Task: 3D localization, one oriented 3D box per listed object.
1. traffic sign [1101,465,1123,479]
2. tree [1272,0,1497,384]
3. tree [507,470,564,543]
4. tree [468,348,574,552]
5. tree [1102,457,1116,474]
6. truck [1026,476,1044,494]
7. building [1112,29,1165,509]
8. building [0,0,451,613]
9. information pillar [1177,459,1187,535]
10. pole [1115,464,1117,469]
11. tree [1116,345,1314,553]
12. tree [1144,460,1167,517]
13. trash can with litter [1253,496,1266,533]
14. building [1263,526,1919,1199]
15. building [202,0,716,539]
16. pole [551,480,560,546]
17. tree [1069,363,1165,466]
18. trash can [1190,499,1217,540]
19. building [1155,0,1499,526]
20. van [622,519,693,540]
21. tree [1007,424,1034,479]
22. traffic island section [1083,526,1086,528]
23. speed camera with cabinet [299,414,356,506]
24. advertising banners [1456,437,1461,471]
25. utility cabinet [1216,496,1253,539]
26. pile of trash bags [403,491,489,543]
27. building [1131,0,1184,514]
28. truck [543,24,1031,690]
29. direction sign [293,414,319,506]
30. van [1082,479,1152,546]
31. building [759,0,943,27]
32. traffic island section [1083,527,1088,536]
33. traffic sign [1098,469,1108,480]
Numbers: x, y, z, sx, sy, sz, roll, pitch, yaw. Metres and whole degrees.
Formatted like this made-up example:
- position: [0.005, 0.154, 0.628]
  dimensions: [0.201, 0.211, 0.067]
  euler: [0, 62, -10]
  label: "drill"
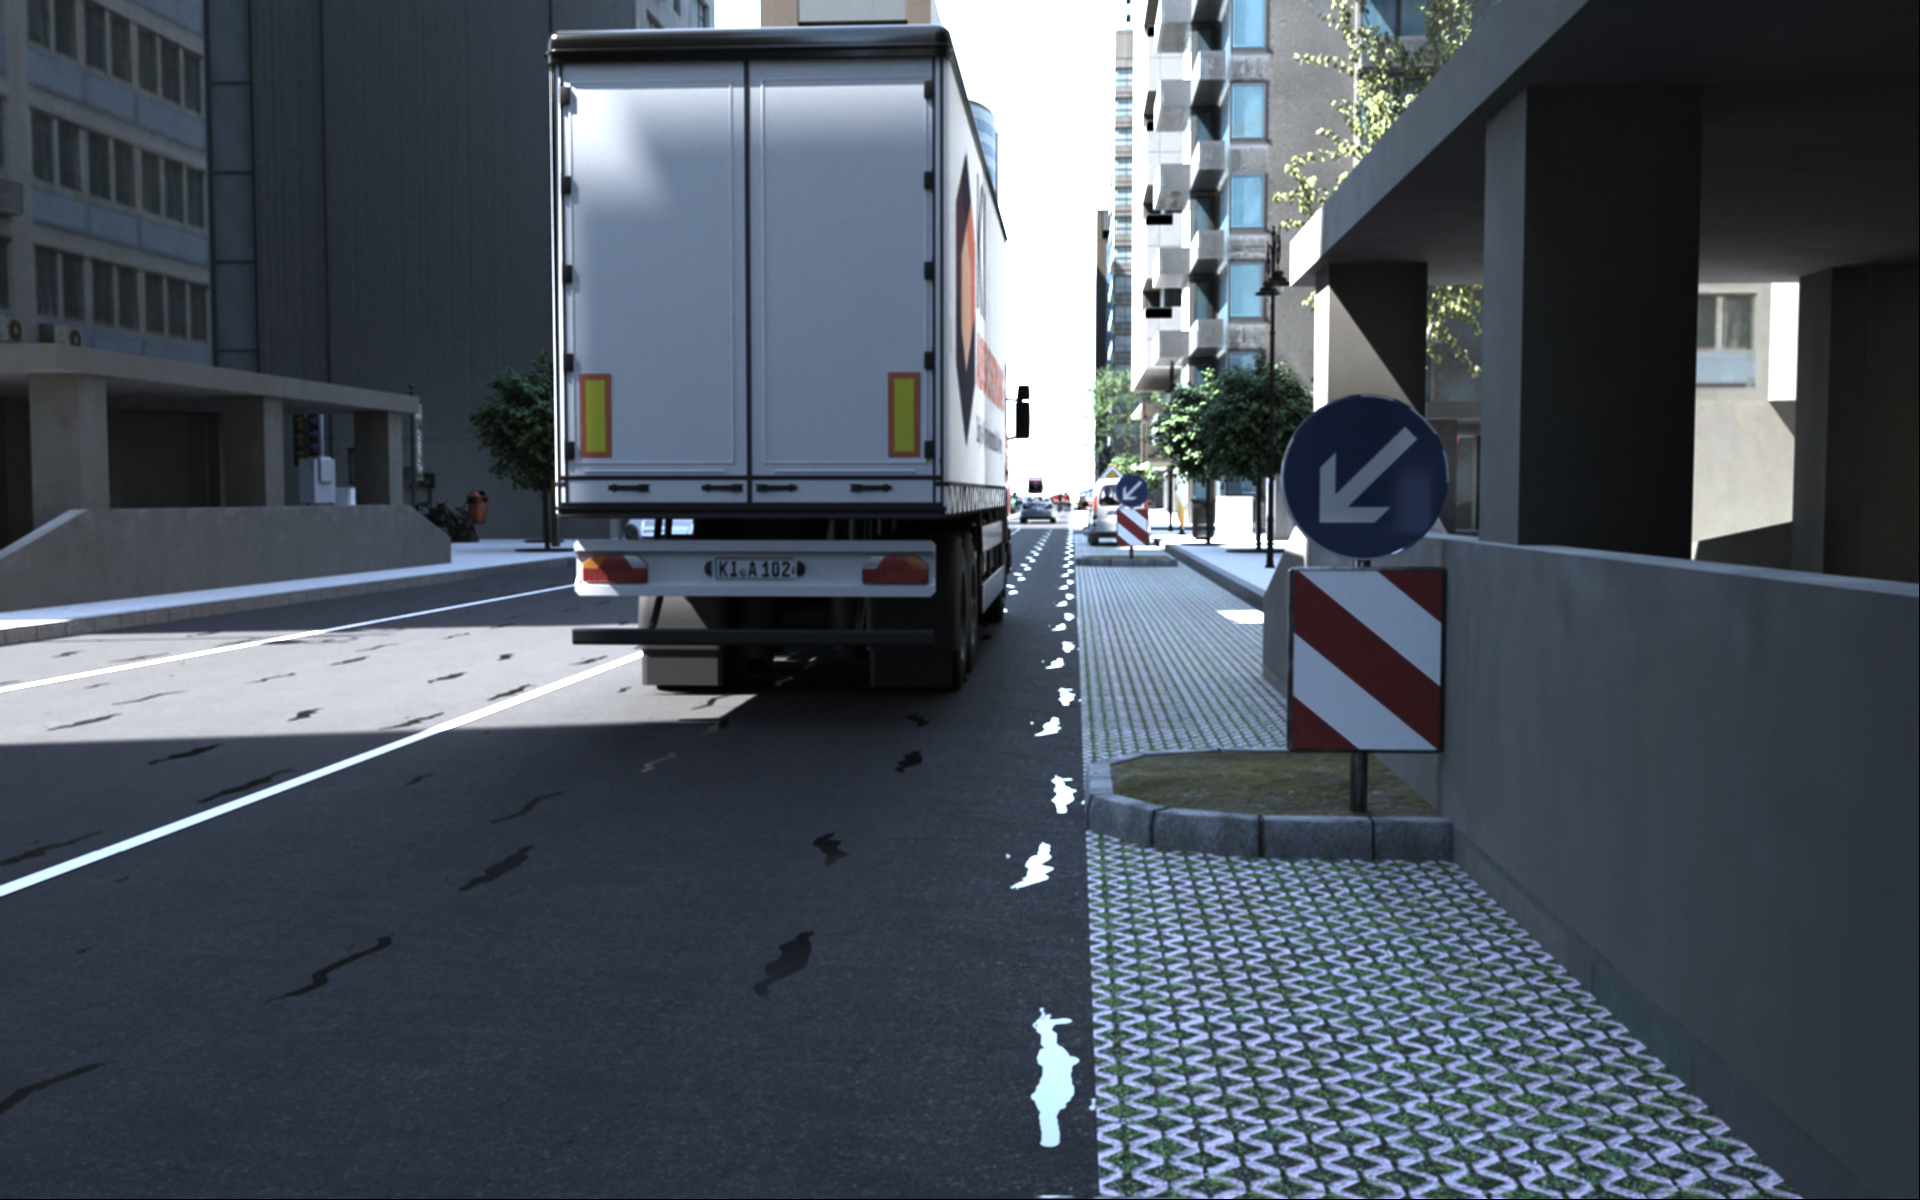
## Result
- position: [5.292, -3.458, 60.173]
  dimensions: [0.795, 2.450, 0.064]
  euler: [0, 4, 4]
  label: "traffic sign"
- position: [5.945, -4.425, 22.719]
  dimensions: [4.737, 8.622, 4.395]
  euler: [0, 3, 0]
  label: "tree"
- position: [-11.154, -3.163, 46.321]
  dimensions: [1.663, 3.219, 1.824]
  euler: [0, 3, 0]
  label: "tree"
- position: [-9.372, -3.389, 39.123]
  dimensions: [4.285, 4.588, 4.351]
  euler: [0, 3, 0]
  label: "tree"
- position: [6.230, -3.675, 43.800]
  dimensions: [4.285, 4.588, 4.351]
  euler: [0, 3, 0]
  label: "tree"
- position: [12.151, -17.686, 278.075]
  dimensions: [2.839, 4.237, 11.283]
  euler: [0, 4, 4]
  label: "truck"
- position: [20.727, -28.892, 155.981]
  dimensions: [14.154, 41.232, 14.086]
  euler: [0, 4, 4]
  label: "building"
- position: [-26.016, -20.387, 25.211]
  dimensions: [32.217, 40.220, 23.993]
  euler: [0, 4, 4]
  label: "building"
- position: [6.933, -3.848, 54.271]
  dimensions: [0.183, 3.616, 0.504]
  euler: [-1, 4, -14]
  label: "information pillar"
- position: [10.461, -7.486, 116.239]
  dimensions: [0.158, 3.312, 0.155]
  euler: [0, 3, 0]
  label: "pole"
- position: [6.579, -3.345, 38.398]
  dimensions: [4.285, 4.588, 4.351]
  euler: [0, 3, 0]
  label: "tree"
- position: [10.607, -6.303, 97.658]
  dimensions: [1.663, 3.219, 1.824]
  euler: [0, 3, 0]
  label: "tree"
- position: [9.817, -2.840, 57.492]
  dimensions: [1.678, 1.210, 2.233]
  euler: [-1, 4, -16]
  label: "trash can with litter"
- position: [17.977, -19.107, 4.284]
  dimensions: [32.217, 40.220, 23.993]
  euler: [0, 4, 4]
  label: "building"
- position: [-15.455, -22.722, 55.093]
  dimensions: [14.086, 41.232, 14.154]
  euler: [0, 4, 4]
  label: "building"
- position: [-9.918, -2.969, 42.389]
  dimensions: [0.158, 3.312, 0.155]
  euler: [0, 3, 0]
  label: "pole"
- position: [12.364, -12.861, 136.026]
  dimensions: [9.928, 11.665, 9.643]
  euler: [0, 3, 0]
  label: "tree"
- position: [6.781, -2.241, 48.301]
  dimensions: [0.748, 1.137, 0.748]
  euler: [0, 3, 0]
  label: "trash can"
- position: [23.884, -27.910, 75.938]
  dimensions: [30.456, 49.044, 23.786]
  euler: [0, 4, 4]
  label: "building"
- position: [-4.670, -1.421, 30.247]
  dimensions: [2.013, 2.044, 4.112]
  euler: [0, 4, 5]
  label: "van"
- position: [7.723, -23.896, 301.061]
  dimensions: [12.009, 13.543, 11.850]
  euler: [0, 3, 0]
  label: "tree"
- position: [5.837, -2.810, 68.217]
  dimensions: [2.009, 0.180, 2.903]
  euler: [0, 4, 4]
  label: "traffic island section"
- position: [-15.549, -2.998, 43.355]
  dimensions: [0.660, 3.252, 2.038]
  euler: [2, 4, 27]
  label: "speed camera with cabinet"
- position: [13.588, -3.338, 50.757]
  dimensions: [2.074, 3.025, 0.090]
  euler: [1, 4, 23]
  label: "advertising banners"
- position: [7.923, -2.373, 49.961]
  dimensions: [1.020, 1.237, 0.306]
  euler: [0, 4, -1]
  label: "utility cabinet"
- position: [-13.713, -2.236, 46.312]
  dimensions: [1.912, 1.369, 3.447]
  euler: [1, 4, 17]
  label: "pile of trash bags"
- position: [24.943, -31.871, 110.333]
  dimensions: [28.713, 52.752, 27.495]
  euler: [0, 4, 4]
  label: "building"
- position: [-0.895, -1.659, 16.032]
  dimensions: [2.839, 4.237, 11.283]
  euler: [0, 4, 4]
  label: "truck"
- position: [-18.209, -3.443, 48.295]
  dimensions: [0.379, 3.537, 0.876]
  euler: [2, 4, 26]
  label: "direction sign"
- position: [4.467, -2.570, 49.027]
  dimensions: [2.013, 2.044, 4.112]
  euler: [0, 4, 3]
  label: "van"
- position: [-8.842, -30.630, 150.910]
  dimensions: [14.600, 45.320, 14.200]
  euler: [0, 4, 4]
  label: "building"
- position: [5.316, -2.322, 60.249]
  dimensions: [2.009, 0.180, 2.903]
  euler: [0, 4, 4]
  label: "traffic island section"
- position: [5.813, -3.945, 68.141]
  dimensions: [0.795, 2.450, 0.064]
  euler: [0, 4, 4]
  label: "traffic sign"
